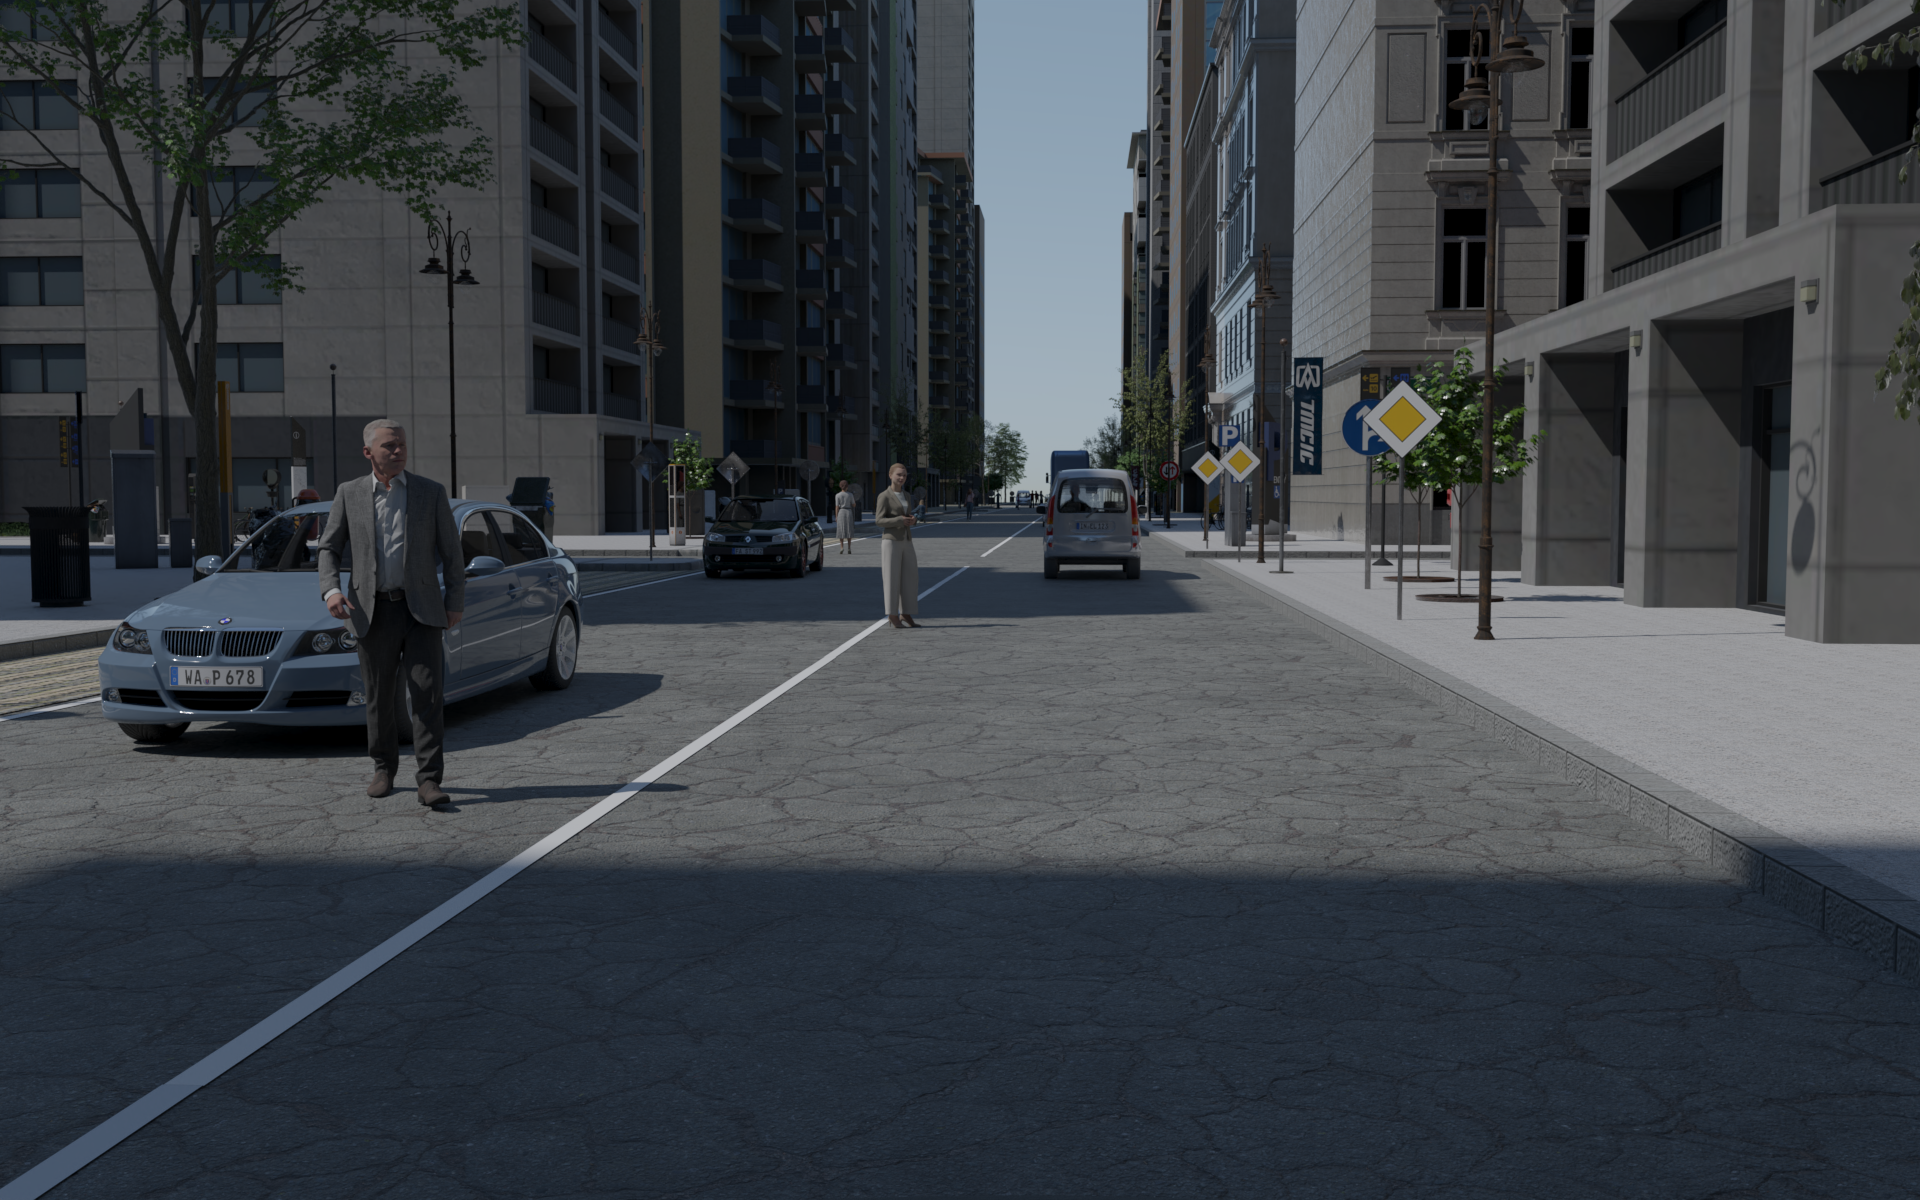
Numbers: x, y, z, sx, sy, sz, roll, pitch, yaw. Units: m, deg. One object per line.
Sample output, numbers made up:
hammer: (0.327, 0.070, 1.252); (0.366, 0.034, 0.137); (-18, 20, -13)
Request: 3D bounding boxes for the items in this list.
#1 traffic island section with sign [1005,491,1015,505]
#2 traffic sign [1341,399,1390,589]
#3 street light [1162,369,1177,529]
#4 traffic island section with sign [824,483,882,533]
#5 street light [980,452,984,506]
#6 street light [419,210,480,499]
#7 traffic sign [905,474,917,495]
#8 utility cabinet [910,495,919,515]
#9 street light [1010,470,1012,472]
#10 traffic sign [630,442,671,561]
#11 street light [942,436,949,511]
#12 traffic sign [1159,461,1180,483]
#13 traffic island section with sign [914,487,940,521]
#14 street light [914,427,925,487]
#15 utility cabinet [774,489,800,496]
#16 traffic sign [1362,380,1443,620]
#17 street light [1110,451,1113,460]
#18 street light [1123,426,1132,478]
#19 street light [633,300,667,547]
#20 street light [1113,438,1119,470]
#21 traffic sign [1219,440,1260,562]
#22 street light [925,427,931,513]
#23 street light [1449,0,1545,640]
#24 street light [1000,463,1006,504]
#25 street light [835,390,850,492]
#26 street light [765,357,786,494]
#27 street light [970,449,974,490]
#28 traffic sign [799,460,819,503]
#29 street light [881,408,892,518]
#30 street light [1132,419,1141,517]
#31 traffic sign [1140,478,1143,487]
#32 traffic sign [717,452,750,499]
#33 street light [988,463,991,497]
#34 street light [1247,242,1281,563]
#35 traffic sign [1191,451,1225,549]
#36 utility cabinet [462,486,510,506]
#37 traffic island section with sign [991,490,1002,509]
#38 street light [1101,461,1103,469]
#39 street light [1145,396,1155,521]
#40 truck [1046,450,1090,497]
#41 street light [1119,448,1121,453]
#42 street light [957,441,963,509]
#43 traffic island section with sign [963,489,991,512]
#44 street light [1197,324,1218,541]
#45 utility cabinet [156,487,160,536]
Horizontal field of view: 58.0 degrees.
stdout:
traffic island section with sign: (6.758, -13.072, 222.348); (1.989, 1.847, 2.006); (0, 4, 4)
traffic sign: (5.499, -1.418, 23.285); (0.768, 2.556, 0.104); (1, 4, 8)
street light: (7.757, -5.595, 64.259); (0.468, 5.910, 1.993); (0, 4, 4)
traffic island section with sign: (-3.904, -3.371, 63.740); (1.989, 1.847, 2.006); (0, 4, 4)
street light: (2.350, -12.989, 185.155); (0.468, 5.910, 1.993); (0, 4, 4)
street light: (-8.323, -3.401, 28.395); (0.468, 5.910, 1.993); (0, 4, 4)
traffic sign: (-3.028, -6.537, 106.988); (0.768, 2.556, 0.104); (1, 4, 11)
utility cabinet: (-2.886, -5.807, 106.103); (1.020, 1.237, 0.306); (1, 4, 20)
street light: (7.869, -18.042, 267.779); (0.468, 5.910, 1.993); (0, 4, 4)
traffic sign: (-5.929, -1.809, 33.212); (0.795, 2.450, 0.064); (0, 4, 4)
street light: (-1.110, -9.914, 134.876); (0.468, 5.910, 1.993); (0, 4, 4)
traffic sign: (7.962, -4.021, 65.855); (0.768, 2.556, 0.104); (1, 4, 11)
traffic island section with sign: (-2.069, -5.038, 90.991); (1.989, 1.847, 2.006); (0, 4, 4)
street light: (-2.729, -8.409, 110.273); (0.468, 5.910, 1.993); (0, 4, 4)
utility cabinet: (-8.082, -4.412, 80.807); (1.173, 1.500, 0.318); (-1, 4, -20)
traffic sign: (4.474, -1.002, 17.571); (0.795, 2.450, 0.064); (1, 4, 9)
street light: (14.077, -11.330, 158.029); (0.468, 5.910, 1.993); (0, 4, 4)
street light: (11.282, -8.696, 114.969); (0.468, 5.910, 1.993); (0, 4, 4)
street light: (-7.393, -4.202, 41.485); (0.468, 5.910, 1.993); (0, 4, 4)
street light: (12.905, -10.281, 140.883); (0.468, 5.910, 1.993); (0, 4, 4)
traffic sign: (5.239, -1.762, 32.444); (0.795, 2.450, 0.064); (0, 4, 4)
street light: (-2.279, -8.891, 118.161); (0.468, 5.910, 1.993); (0, 4, 4)
street light: (4.625, -2.588, 15.100); (0.468, 5.910, 1.993); (0, 4, 4)
street light: (5.566, -16.006, 234.479); (0.468, 5.910, 1.993); (0, 4, 4)
street light: (-5.123, -6.273, 75.352); (0.468, 5.910, 1.993); (0, 4, 4)
street light: (-6.244, -5.255, 58.700); (0.468, 5.910, 1.993); (0, 4, 4)
street light: (1.237, -11.970, 168.502); (0.468, 5.910, 1.993); (0, 4, 4)
traffic sign: (-5.706, -4.004, 65.576); (0.768, 2.556, 0.104); (0, 4, 5)
street light: (-3.938, -7.358, 93.097); (0.468, 5.910, 1.993); (0, 4, 4)
street light: (10.156, -7.666, 98.124); (0.468, 5.910, 1.993); (0, 4, 4)
traffic sign: (11.301, -6.580, 109.705); (0.606, 2.300, 0.079); (1, 4, 13)
traffic sign: (-5.393, -2.296, 41.180); (0.795, 2.450, 0.064); (0, 4, 4)
street light: (3.320, -13.959, 201.015); (0.468, 5.910, 1.993); (0, 4, 4)
street light: (5.597, -3.623, 32.018); (0.468, 5.910, 1.993); (0, 4, 4)
traffic sign: (5.774, -2.249, 40.411); (0.795, 2.450, 0.064); (0, 4, 4)
utility cabinet: (-12.394, -2.240, 45.301); (1.173, 1.500, 0.318); (-2, 4, -34)
traffic island section with sign: (3.097, -9.745, 167.958); (1.989, 1.847, 2.006); (0, 4, 4)
street light: (20.919, -17.423, 257.658); (0.468, 5.910, 1.993); (0, 4, 4)
street light: (8.945, -6.643, 81.406); (0.468, 5.910, 1.993); (0, 4, 4)
truck: (6.514, -6.781, 100.630); (2.967, 4.110, 18.799); (0, 4, 2)
street light: (11.894, -9.262, 124.224); (0.468, 5.910, 1.993); (0, 4, 4)
street light: (0.034, -10.939, 151.640); (0.468, 5.910, 1.993); (0, 4, 4)
traffic island section with sign: (1.272, -8.077, 140.693); (1.989, 1.847, 2.006); (0, 4, 4)
street light: (6.730, -4.555, 47.265); (0.468, 5.910, 1.993); (0, 4, 4)
utility cabinet: (-23.965, -2.551, 50.386); (1.173, 1.500, 0.318); (-3, 4, -36)
